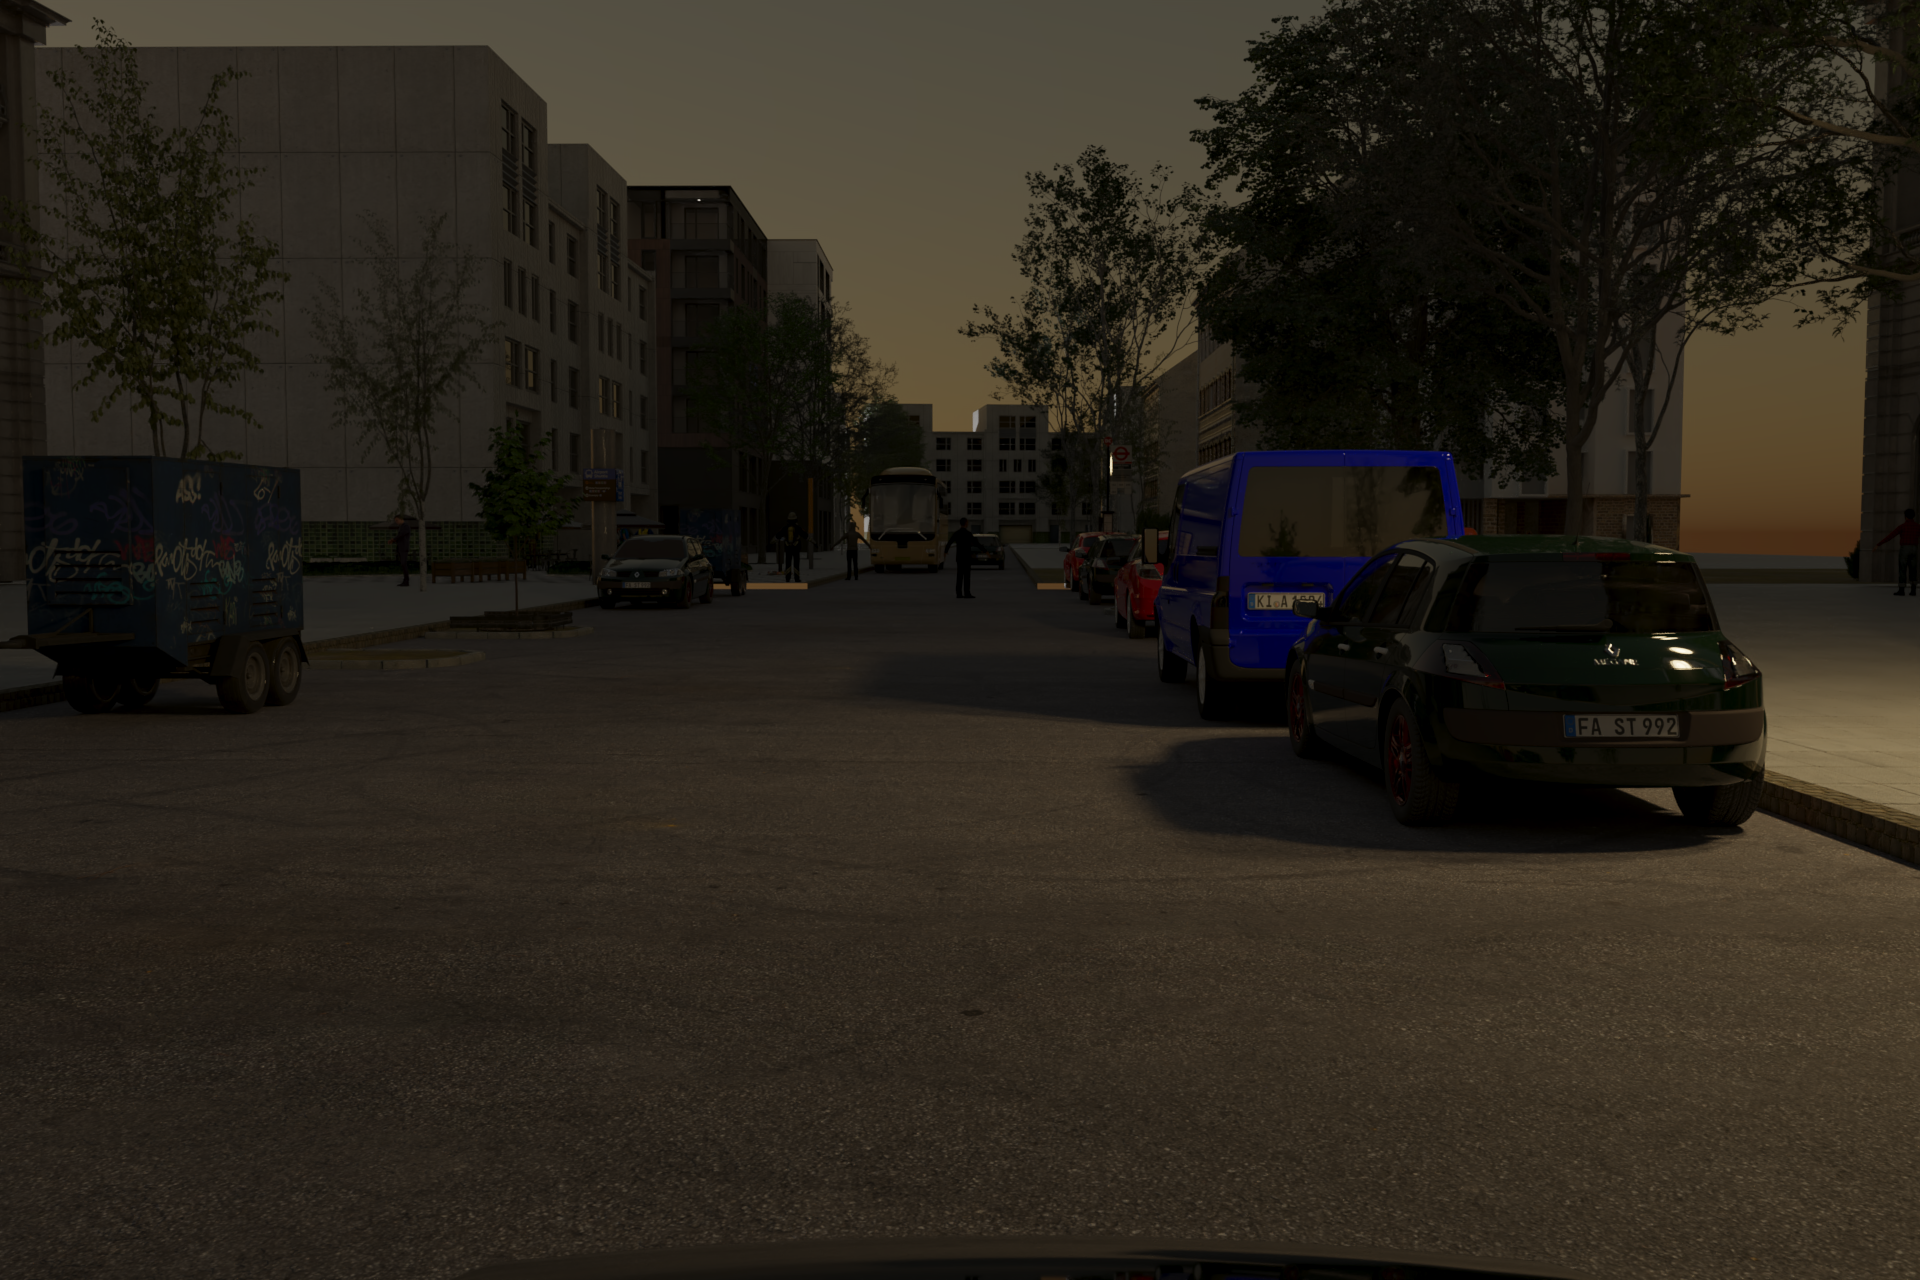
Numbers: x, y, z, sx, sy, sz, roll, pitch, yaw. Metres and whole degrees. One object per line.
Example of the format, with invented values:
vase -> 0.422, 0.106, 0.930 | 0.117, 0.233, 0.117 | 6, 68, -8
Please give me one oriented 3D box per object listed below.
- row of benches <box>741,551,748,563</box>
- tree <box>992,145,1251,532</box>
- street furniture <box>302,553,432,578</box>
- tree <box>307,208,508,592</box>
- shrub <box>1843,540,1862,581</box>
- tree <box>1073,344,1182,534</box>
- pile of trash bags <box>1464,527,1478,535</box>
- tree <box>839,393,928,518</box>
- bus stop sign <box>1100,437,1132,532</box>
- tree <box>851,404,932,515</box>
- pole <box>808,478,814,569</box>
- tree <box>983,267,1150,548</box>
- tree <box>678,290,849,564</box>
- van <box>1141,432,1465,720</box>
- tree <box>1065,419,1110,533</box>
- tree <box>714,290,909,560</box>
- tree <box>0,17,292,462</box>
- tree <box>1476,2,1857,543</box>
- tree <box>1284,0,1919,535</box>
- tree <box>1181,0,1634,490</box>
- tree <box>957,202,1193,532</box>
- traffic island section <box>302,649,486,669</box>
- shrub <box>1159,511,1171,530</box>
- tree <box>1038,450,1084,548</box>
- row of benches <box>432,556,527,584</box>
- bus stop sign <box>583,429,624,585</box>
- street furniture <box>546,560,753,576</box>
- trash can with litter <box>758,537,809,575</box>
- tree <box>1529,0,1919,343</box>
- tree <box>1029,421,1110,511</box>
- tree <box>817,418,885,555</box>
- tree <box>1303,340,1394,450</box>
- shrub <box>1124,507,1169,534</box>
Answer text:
row of benches -> -9.769, -2.994, 64.408 | 4.104, 0.672, 1.422 | 0, 4, -7
tree -> 7.930, -13.877, 82.778 | 12.611, 20.169, 13.585 | 0, 3, 0
street furniture -> -20.948, -2.244, 52.322 | 5.734, 0.657, 10.072 | 3, 5, 42
tree -> -11.772, -5.392, 38.525 | 4.360, 8.622, 3.978 | 0, 3, 0
shrub -> 24.773, -2.223, 47.459 | 1.383, 1.207, 1.383 | 0, 3, 0
tree -> 6.921, -7.110, 66.611 | 4.360, 8.622, 3.978 | 0, 3, 0
pile of trash bags -> 6.635, -0.733, 21.739 | 1.912, 1.369, 3.447 | 0, 4, 1
tree -> -6.419, -13.571, 140.019 | 7.486, 12.596, 7.792 | 0, 3, 0
bus stop sign -> 4.268, -3.593, 47.449 | 0.855, 3.939, 0.416 | 0, 4, 0
tree -> -6.028, -14.201, 150.308 | 7.486, 12.596, 7.792 | 0, 3, 0
pole -> -5.442, -4.244, 63.230 | 0.158, 3.312, 0.155 | 0, 3, 0
tree -> 6.879, -16.480, 125.329 | 12.611, 20.169, 13.585 | 0, 3, 0
tree -> -8.286, -9.028, 73.361 | 9.928, 11.665, 9.643 | 0, 3, 0
van -> 2.824, -0.649, 14.995 | 2.240, 2.365, 5.245 | 0, 4, 1
tree -> 8.273, -9.857, 111.526 | 4.360, 8.622, 3.978 | 0, 3, 0
tree -> -7.507, -10.816, 87.218 | 12.009, 13.543, 11.850 | 0, 3, 0
tree -> -11.630, -4.576, 25.186 | 4.737, 8.622, 4.395 | 0, 3, 0
tree -> 20.884, -12.100, 53.728 | 12.611, 20.169, 13.585 | 0, 3, 0
tree -> 9.256, -7.046, 25.568 | 12.009, 13.543, 11.850 | 0, 3, 0
tree -> 9.676, -8.008, 37.581 | 9.857, 13.997, 8.962 | 0, 3, 0
tree -> 6.705, -14.923, 99.883 | 12.611, 20.169, 13.585 | 0, 3, 0
traffic island section -> -6.428, 0.216, 19.342 | 1.991, 0.108, 1.994 | 0, 4, 1
shrub -> 6.999, -3.355, 58.903 | 1.661, 2.075, 1.752 | 0, 3, 0
tree -> 8.943, -12.277, 151.093 | 4.737, 8.622, 4.395 | 0, 3, 0
row of benches -> -12.973, -1.912, 46.721 | 1.422, 0.672, 4.104 | 1, 4, 14
bus stop sign -> -8.983, -3.344, 43.685 | 0.837, 3.901, 0.837 | 0, 4, 2
street furniture -> -9.833, -2.470, 56.013 | 5.734, 0.657, 10.072 | 0, 4, 6
trash can with litter -> -5.522, -2.669, 54.694 | 1.678, 1.210, 2.233 | 0, 4, 1
tree -> 9.200, -4.909, 14.673 | 8.767, 10.594, 7.601 | 1, 4, 20
tree -> 9.148, -12.757, 142.992 | 7.601, 10.594, 8.767 | -1, 4, -18
tree -> -6.860, -9.394, 103.960 | 4.737, 8.622, 4.395 | 0, 3, 0
tree -> 15.109, -6.951, 64.007 | 4.360, 8.622, 3.978 | 0, 3, 0
shrub -> 5.343, -2.760, 49.168 | 1.661, 2.075, 1.752 | 0, 3, 0
